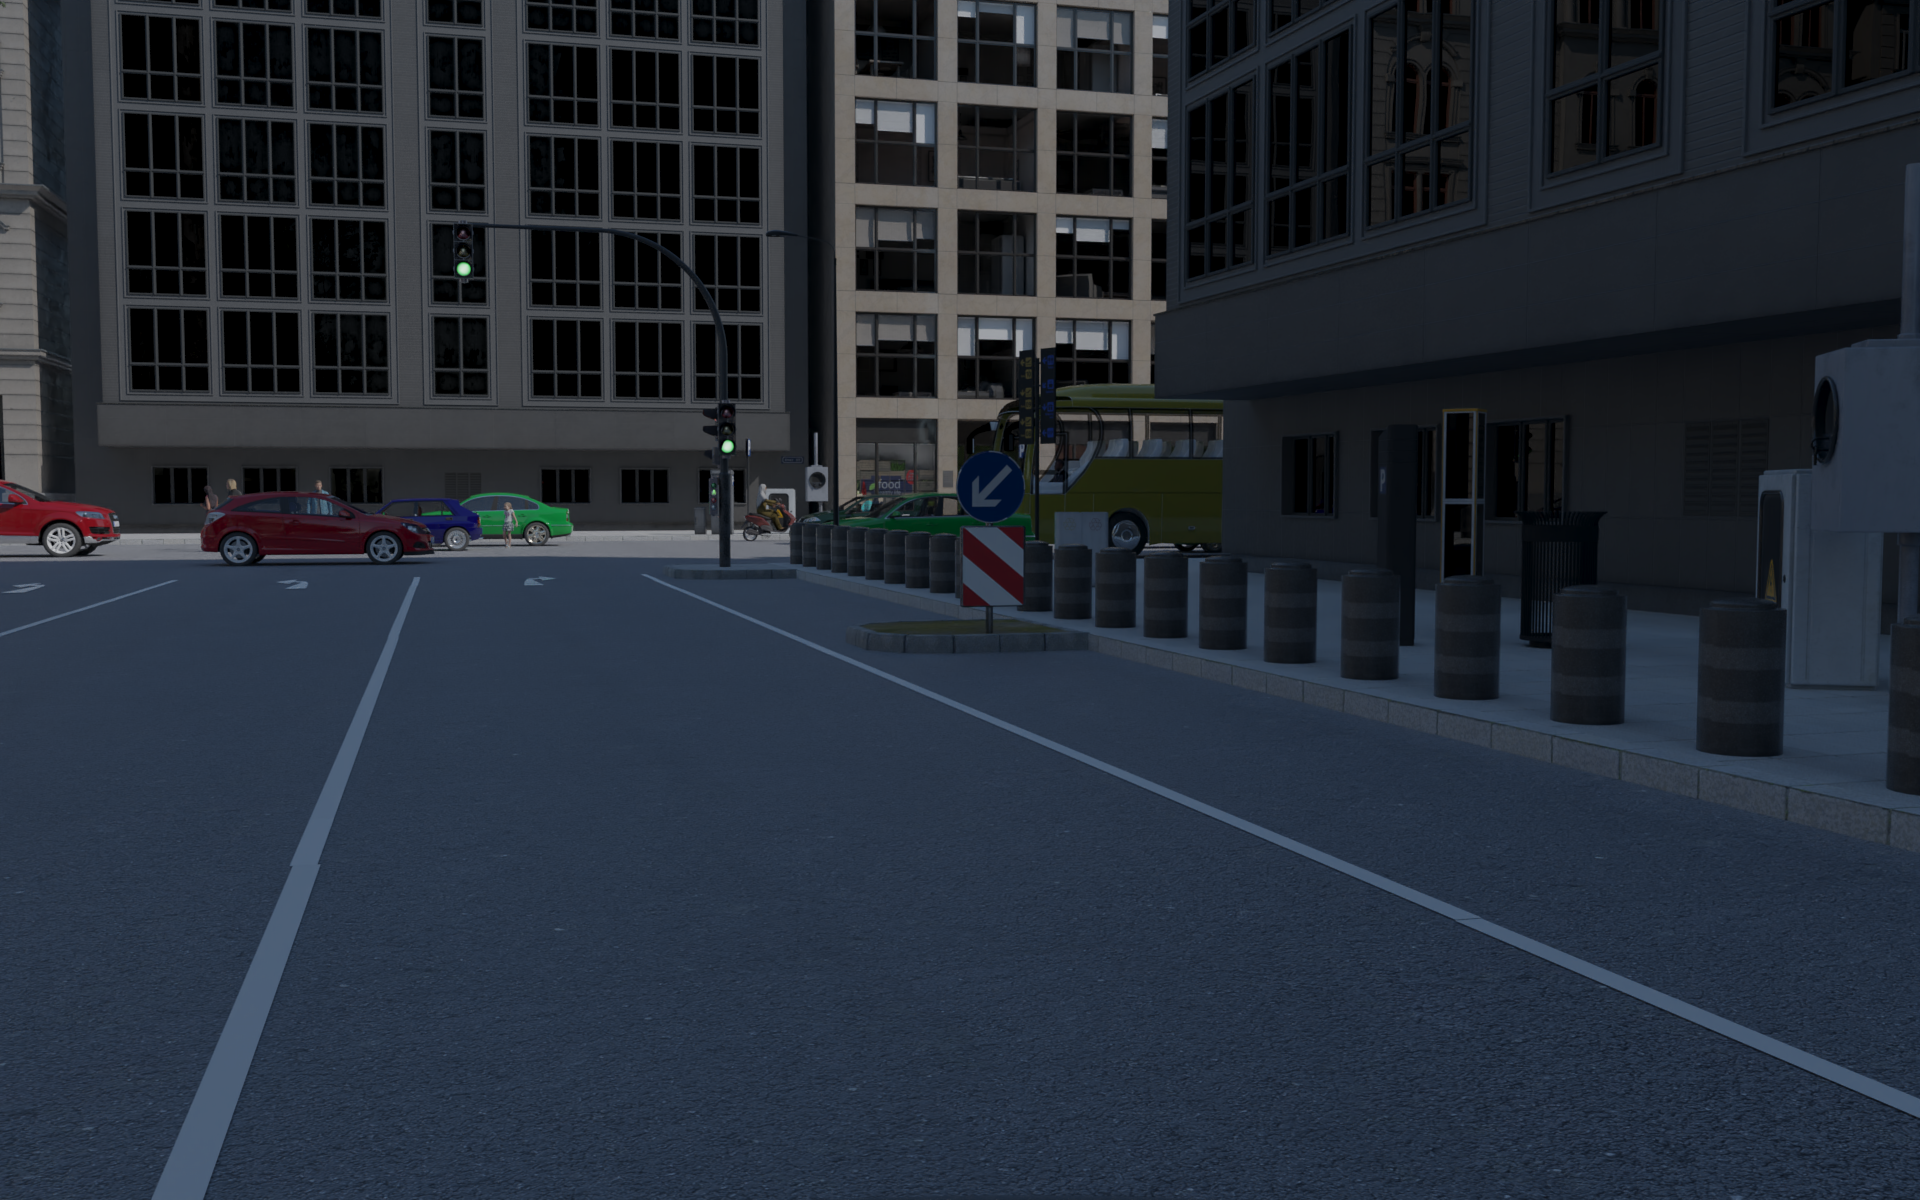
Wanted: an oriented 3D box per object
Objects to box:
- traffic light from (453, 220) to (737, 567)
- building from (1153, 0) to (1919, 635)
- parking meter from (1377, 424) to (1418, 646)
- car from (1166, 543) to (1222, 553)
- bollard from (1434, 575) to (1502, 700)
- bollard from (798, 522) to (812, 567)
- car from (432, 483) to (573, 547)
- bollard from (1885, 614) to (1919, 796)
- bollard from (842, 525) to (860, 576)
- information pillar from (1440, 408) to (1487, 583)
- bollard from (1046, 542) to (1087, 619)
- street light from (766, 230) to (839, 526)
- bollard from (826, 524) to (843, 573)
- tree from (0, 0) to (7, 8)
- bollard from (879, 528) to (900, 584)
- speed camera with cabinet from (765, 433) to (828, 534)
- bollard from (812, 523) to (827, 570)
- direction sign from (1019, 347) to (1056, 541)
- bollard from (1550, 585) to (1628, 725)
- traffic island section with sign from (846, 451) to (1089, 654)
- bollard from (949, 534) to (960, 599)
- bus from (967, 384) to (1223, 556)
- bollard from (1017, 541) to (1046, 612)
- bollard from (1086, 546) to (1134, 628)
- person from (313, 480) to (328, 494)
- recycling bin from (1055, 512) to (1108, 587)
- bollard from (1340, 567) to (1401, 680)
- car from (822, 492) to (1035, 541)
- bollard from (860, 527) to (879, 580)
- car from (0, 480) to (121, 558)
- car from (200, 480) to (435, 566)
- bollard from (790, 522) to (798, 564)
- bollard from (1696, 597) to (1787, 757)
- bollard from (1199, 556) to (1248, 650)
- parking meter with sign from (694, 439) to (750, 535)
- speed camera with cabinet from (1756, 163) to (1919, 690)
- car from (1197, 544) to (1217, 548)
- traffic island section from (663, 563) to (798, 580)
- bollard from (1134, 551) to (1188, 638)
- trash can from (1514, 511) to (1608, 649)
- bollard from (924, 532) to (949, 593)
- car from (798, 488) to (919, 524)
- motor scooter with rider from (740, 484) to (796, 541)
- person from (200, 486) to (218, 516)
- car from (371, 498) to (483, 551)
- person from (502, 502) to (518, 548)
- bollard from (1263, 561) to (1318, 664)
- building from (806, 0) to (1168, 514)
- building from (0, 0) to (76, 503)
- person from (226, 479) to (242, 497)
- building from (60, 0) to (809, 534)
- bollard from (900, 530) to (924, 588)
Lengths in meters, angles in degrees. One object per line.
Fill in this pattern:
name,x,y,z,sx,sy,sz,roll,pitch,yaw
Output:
traffic light,-6.148,-3.362,29.640,4.771,5.953,1.251,-1,4,-16
building,12.987,-13.750,18.317,14.314,27.812,24.014,-1,4,-16
parking meter,3.719,-0.553,14.754,0.255,1.863,0.399,0,3,0
car,7.306,-1.930,43.356,4.920,1.459,2.131,-1,4,-18
bollard,3.207,0.231,10.944,0.404,0.777,0.398,0,3,0
bollard,-2.587,-0.974,30.636,0.404,0.777,0.398,0,3,0
car,-13.096,-2.387,47.822,4.718,1.807,1.959,-1,4,-15
bollard,4.228,0.443,7.466,0.404,0.777,0.398,0,3,0
bollard,-1.567,-0.762,27.168,0.404,0.777,0.398,0,3,0
information pillar,4.374,-0.647,15.065,0.304,2.012,0.304,2,4,32
bollard,1.166,-0.194,17.886,0.404,0.777,0.398,0,3,0
street light,-2.741,-3.562,30.772,1.470,5.913,1.316,-1,4,-16
bollard,-1.909,-0.832,28.322,0.404,0.777,0.398,0,3,0
tree,-16.182,-5.703,21.463,9.928,11.665,9.643,0,3,0
bollard,-0.888,-0.620,24.858,0.404,0.777,0.398,0,3,0
speed camera with cabinet,-5.300,-3.757,55.763,2.038,3.252,0.660,-1,4,-12
bollard,-2.246,-0.903,29.475,0.404,0.777,0.398,0,3,0
direction sign,1.208,-2.148,27.109,0.379,3.537,0.876,-3,4,-37
bollard,3.550,0.302,9.778,0.404,0.777,0.398,0,3,0
traffic island section with sign,-0.030,-0.485,16.558,1.989,1.847,2.006,-1,4,-16
bollard,0.139,-0.407,21.368,0.404,0.777,0.398,0,3,0
bus,6.415,-2.964,40.015,12.252,3.916,2.896,-1,4,-17
bollard,0.822,-0.264,19.037,0.404,0.777,0.398,0,3,0
bollard,1.503,-0.123,16.728,0.404,0.777,0.398,0,3,0
person,-16.498,-2.188,44.620,0.601,1.785,0.444,-1,4,-13
recycling bin,1.688,-0.709,24.154,0.722,1.027,0.722,0,4,2
bollard,2.866,0.160,12.097,0.404,0.777,0.398,0,3,0
car,-0.823,-1.612,35.160,4.718,1.807,1.959,-1,4,-14
bollard,-1.226,-0.691,26.011,0.404,0.777,0.398,0,3,0
car,-22.104,-1.888,39.542,5.304,1.827,2.281,-1,4,-15
car,-13.106,-1.615,35.442,4.494,1.783,2.155,-1,4,-15
bollard,-2.924,-1.044,31.789,0.404,0.777,0.398,0,3,0
bollard,3.887,0.373,8.619,0.404,0.777,0.398,0,3,0
bollard,2.189,0.019,14.404,0.404,0.777,0.398,0,3,0
parking meter with sign,-7.517,-3.575,54.715,1.738,3.016,0.543,0,4,0
speed camera with cabinet,5.694,-1.031,11.187,0.660,3.252,2.038,1,4,13
car,5.381,-2.094,46.240,4.499,1.417,2.014,-1,4,-17
traffic island section,-4.125,-0.502,30.492,2.009,0.180,2.903,-1,4,-16
bollard,1.848,-0.051,15.557,0.404,0.777,0.398,0,3,0
trash can,5.018,-0.175,14.511,0.748,1.137,0.748,0,3,0
bollard,-0.197,-0.477,22.523,0.404,0.777,0.398,0,3,0
car,-2.684,-2.465,50.086,4.222,1.686,2.009,-1,4,-16
motor scooter with rider,-5.717,-2.668,52.585,1.986,1.779,0.876,-1,4,-17
person,-19.136,-2.091,44.161,0.415,1.643,0.593,-2,4,-32
car,-14.075,-1.908,43.779,3.894,1.354,1.945,-1,4,-16
person,-11.980,-1.998,46.182,0.505,1.210,0.382,1,4,22
bollard,2.528,0.090,13.250,0.404,0.777,0.398,0,3,0
building,9.282,-16.476,73.903,34.151,26.468,19.350,-1,4,-16
building,-41.112,-16.437,56.138,23.554,28.519,14.401,-1,4,-16
person,-18.134,-2.096,42.984,0.699,1.804,1.509,-2,4,-34
building,-18.363,-16.489,63.095,24.014,27.812,14.314,-1,4,-16
bollard,-0.549,-0.550,23.703,0.404,0.777,0.398,0,3,0
